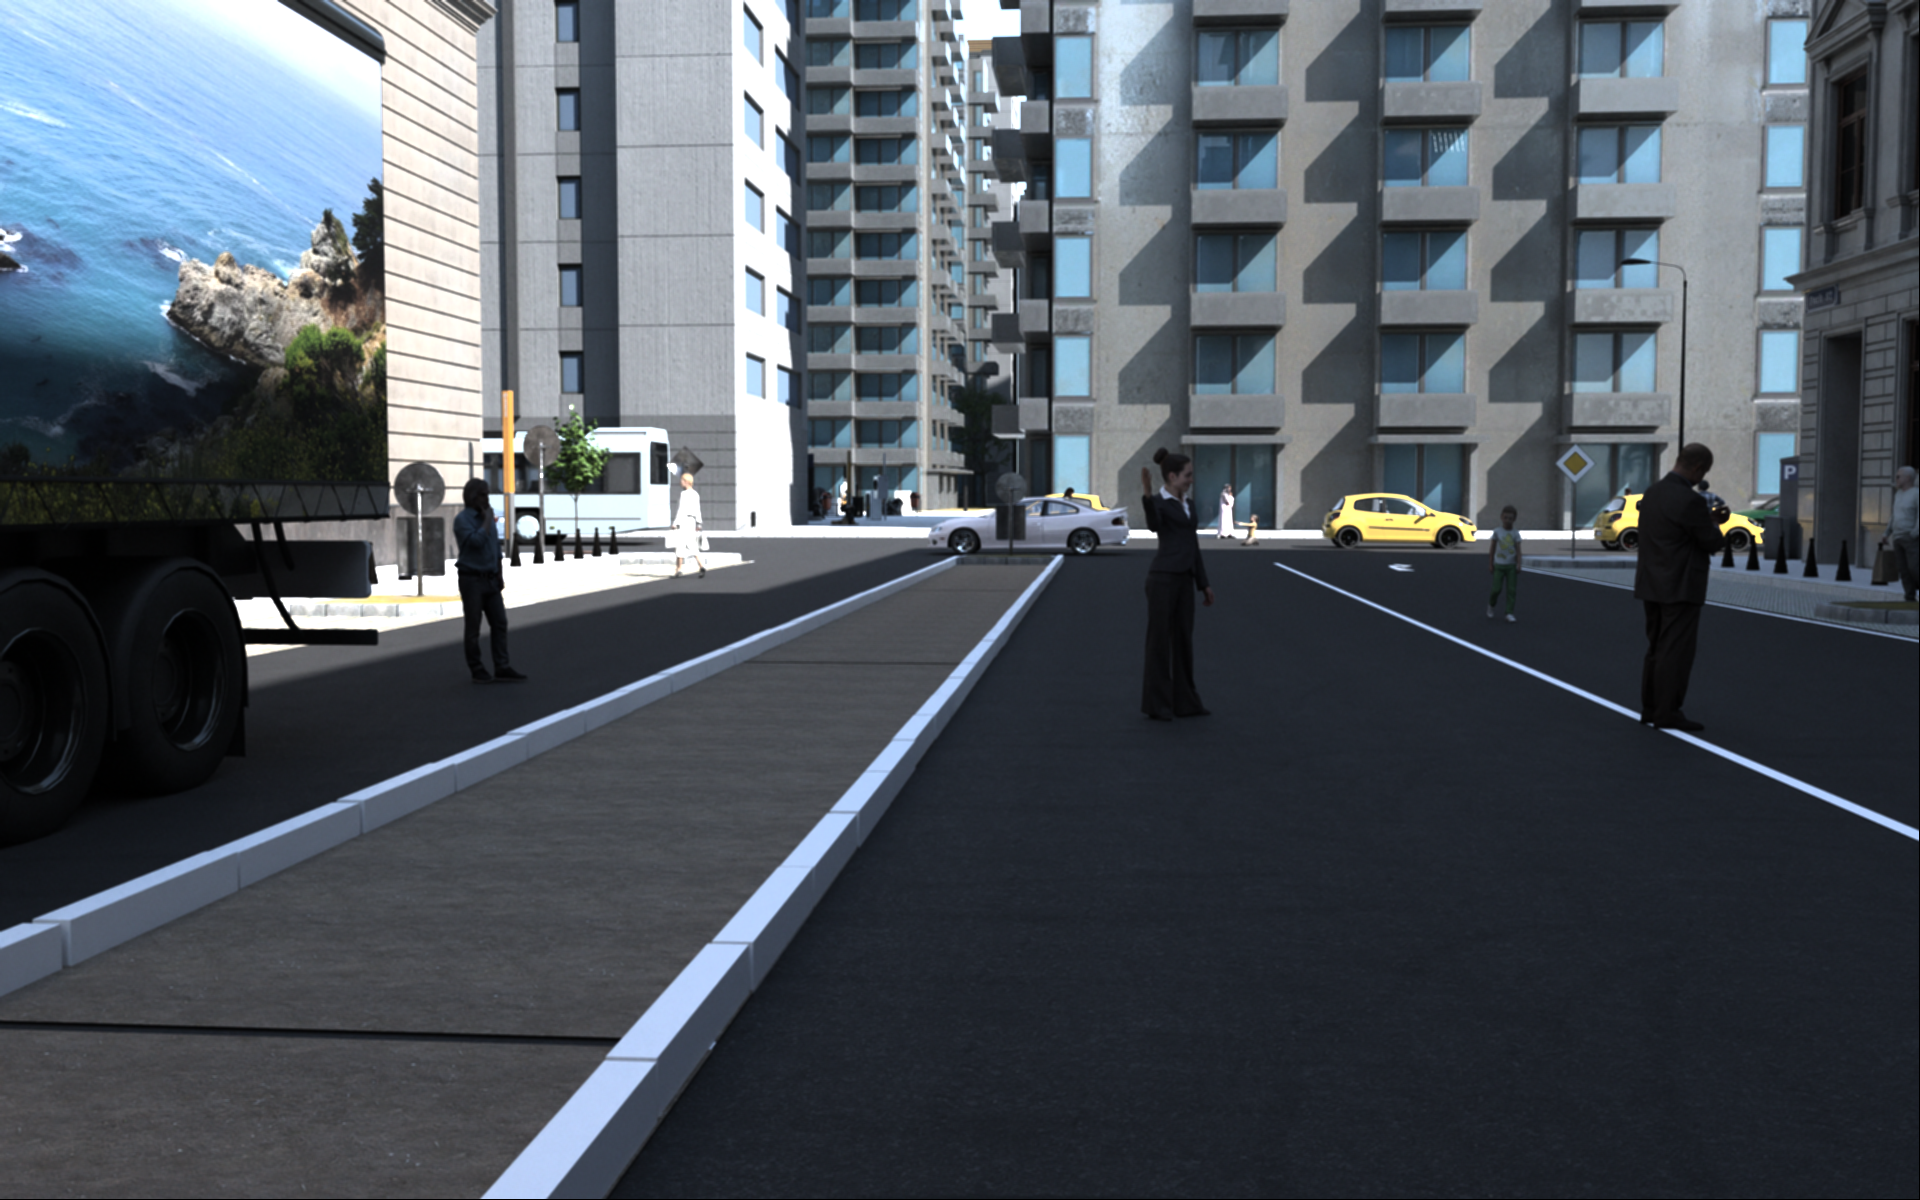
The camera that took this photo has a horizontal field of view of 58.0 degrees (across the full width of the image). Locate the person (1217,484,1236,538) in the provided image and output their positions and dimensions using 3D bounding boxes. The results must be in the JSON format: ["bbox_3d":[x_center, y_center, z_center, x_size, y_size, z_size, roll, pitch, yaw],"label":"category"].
[{"bbox_3d":[8.610,-2.857,55.880,0.621,1.740,0.551,0,4,7],"label":"person"}]

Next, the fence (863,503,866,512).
[{"bbox_3d":[-6.186,-5.791,110.061,0.278,0.683,2.069,2,4,24],"label":"fence"}]

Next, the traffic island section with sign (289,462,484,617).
[{"bbox_3d":[-6.735,-0.755,20.979,1.989,1.847,2.006,0,4,5],"label":"traffic island section with sign"}]

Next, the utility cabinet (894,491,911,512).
[{"bbox_3d":[-3.988,-6.832,120.388,1.173,1.500,0.318,-1,4,-17],"label":"utility cabinet"}]

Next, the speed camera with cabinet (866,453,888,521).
[{"bbox_3d":[-4.075,-5.527,84.709,0.660,3.252,2.038,-1,4,-20],"label":"speed camera with cabinet"}]

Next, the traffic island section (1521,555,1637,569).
[{"bbox_3d":[12.234,-0.748,34.512,2.009,0.180,2.903,0,4,5],"label":"traffic island section"}]

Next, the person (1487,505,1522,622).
[{"bbox_3d":[6.151,-0.417,19.574,0.306,1.304,0.590,0,4,-5],"label":"person"}]

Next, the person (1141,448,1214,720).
[{"bbox_3d":[1.356,-0.099,10.921,0.445,1.727,0.742,1,4,14],"label":"person"}]

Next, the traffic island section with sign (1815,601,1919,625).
[{"bbox_3d":[10.934,-0.674,19.647,1.989,1.847,2.006,0,4,5],"label":"traffic island section with sign"}]

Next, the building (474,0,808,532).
[{"bbox_3d":[-20.641,-32.222,68.831,28.212,58.520,21.231,0,4,5],"label":"building"}]

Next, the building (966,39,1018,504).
[{"bbox_3d":[-6.533,-42.023,229.079,28.212,58.520,21.231,0,4,5],"label":"building"}]

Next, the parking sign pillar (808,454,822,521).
[{"bbox_3d":[-7.405,-5.838,83.928,1.447,3.967,1.447,-1,4,-12],"label":"parking sign pillar"}]

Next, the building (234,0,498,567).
[{"bbox_3d":[-22.310,-14.261,30.426,25.104,27.353,12.463,0,4,5],"label":"building"}]

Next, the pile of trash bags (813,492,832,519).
[{"bbox_3d":[-7.758,-4.871,89.388,1.912,1.369,3.447,2,4,33],"label":"pile of trash bags"}]

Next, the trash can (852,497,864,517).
[{"bbox_3d":[-5.624,-5.123,95.417,0.748,1.137,0.748,0,3,0],"label":"trash can"}]

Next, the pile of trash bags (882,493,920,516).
[{"bbox_3d":[-3.884,-5.721,103.285,3.447,1.369,1.912,2,4,31],"label":"pile of trash bags"}]

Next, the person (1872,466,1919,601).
[{"bbox_3d":[11.508,-0.738,21.053,0.515,1.767,0.782,0,4,-7],"label":"person"}]

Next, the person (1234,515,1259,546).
[{"bbox_3d":[7.996,-1.945,48.219,0.695,0.859,0.347,-1,4,-17],"label":"person"}]

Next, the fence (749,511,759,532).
[{"bbox_3d":[-7.070,-2.683,59.240,0.278,0.683,2.069,0,4,-2],"label":"fence"}]

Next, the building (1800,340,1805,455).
[{"bbox_3d":[83.460,-29.297,170.881,23.993,40.220,32.217,0,4,5],"label":"building"}]

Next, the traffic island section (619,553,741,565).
[{"bbox_3d":[-5.738,-0.845,36.093,2.009,0.180,2.903,0,4,5],"label":"traffic island section"}]

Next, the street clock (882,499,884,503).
[{"bbox_3d":[-5.567,-7.411,125.744,0.471,2.002,0.358,2,4,28],"label":"street clock"}]

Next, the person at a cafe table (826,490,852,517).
[{"bbox_3d":[-6.703,-5.489,98.257,1.622,1.524,1.698,-3,4,-38],"label":"person at a cafe table"}]

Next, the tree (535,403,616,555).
[{"bbox_3d":[-8.322,-2.586,36.886,1.663,3.219,1.824,0,3,0],"label":"tree"}]

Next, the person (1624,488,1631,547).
[{"bbox_3d":[18.065,-2.226,46.772,0.647,1.594,0.662,-3,4,-37],"label":"person"}]

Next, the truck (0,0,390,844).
[{"bbox_3d":[-5.114,-0.989,5.088,2.839,4.237,11.283,0,4,4],"label":"truck"}]

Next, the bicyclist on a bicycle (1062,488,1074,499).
[{"bbox_3d":[3.154,-2.383,48.978,1.625,1.676,1.499,0,4,4],"label":"bicyclist on a bicycle"}]

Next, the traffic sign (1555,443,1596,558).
[{"bbox_3d":[12.210,-1.883,34.437,0.795,2.450,0.064,0,4,5],"label":"traffic sign"}]

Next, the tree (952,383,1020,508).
[{"bbox_3d":[2.169,-14.518,163.121,9.928,11.665,9.643,0,3,0],"label":"tree"}]

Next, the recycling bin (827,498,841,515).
[{"bbox_3d":[-7.872,-5.844,108.104,0.722,1.027,0.722,0,4,7],"label":"recycling bin"}]

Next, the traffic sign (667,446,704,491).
[{"bbox_3d":[-5.714,-1.981,36.029,0.795,2.450,0.064,0,4,5],"label":"traffic sign"}]

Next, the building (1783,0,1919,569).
[{"bbox_3d":[19.869,-11.347,21.685,11.583,22.565,21.152,0,4,5],"label":"building"}]

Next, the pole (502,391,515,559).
[{"bbox_3d":[-8.927,-2.472,34.266,0.158,3.312,0.155,0,3,0],"label":"pole"}]

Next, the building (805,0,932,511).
[{"bbox_3d":[-11.392,-31.979,142.458,23.786,49.044,30.456,0,4,5],"label":"building"}]

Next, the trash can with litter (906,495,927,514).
[{"bbox_3d":[-3.004,-6.298,114.029,1.678,1.210,2.233,2,4,25],"label":"trash can with litter"}]

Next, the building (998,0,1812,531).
[{"bbox_3d":[16.801,-27.468,68.716,30.456,49.044,23.786,0,4,5],"label":"building"}]

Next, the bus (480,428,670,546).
[{"bbox_3d":[-15.110,-3.338,49.436,13.247,3.499,2.948,0,4,3],"label":"bus"}]

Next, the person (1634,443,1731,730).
[{"bbox_3d":[4.434,-0.087,10.605,0.600,1.739,0.565,-2,4,-34],"label":"person"}]

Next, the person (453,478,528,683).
[{"bbox_3d":[-3.611,-0.150,13.163,0.499,1.552,0.429,-3,5,-40],"label":"person"}]

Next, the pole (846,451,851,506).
[{"bbox_3d":[-5.243,-5.366,81.574,0.158,3.312,0.155,0,3,0],"label":"pole"}]

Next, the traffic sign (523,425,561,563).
[{"bbox_3d":[-7.769,-1.959,32.142,0.768,2.556,0.104,1,4,14],"label":"traffic sign"}]

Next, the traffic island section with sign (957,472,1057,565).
[{"bbox_3d":[1.011,-1.688,35.736,2.006,1.907,1.989,0,4,5],"label":"traffic island section with sign"}]

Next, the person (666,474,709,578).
[{"bbox_3d":[-4.647,-1.267,29.564,0.624,1.780,0.694,3,5,39],"label":"person"}]

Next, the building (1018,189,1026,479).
[{"bbox_3d":[14.598,-33.074,224.348,14.086,41.232,14.154,0,4,5],"label":"building"}]

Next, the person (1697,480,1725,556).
[{"bbox_3d":[16.086,-1.726,37.440,0.841,1.734,0.376,0,4,-6],"label":"person"}]
